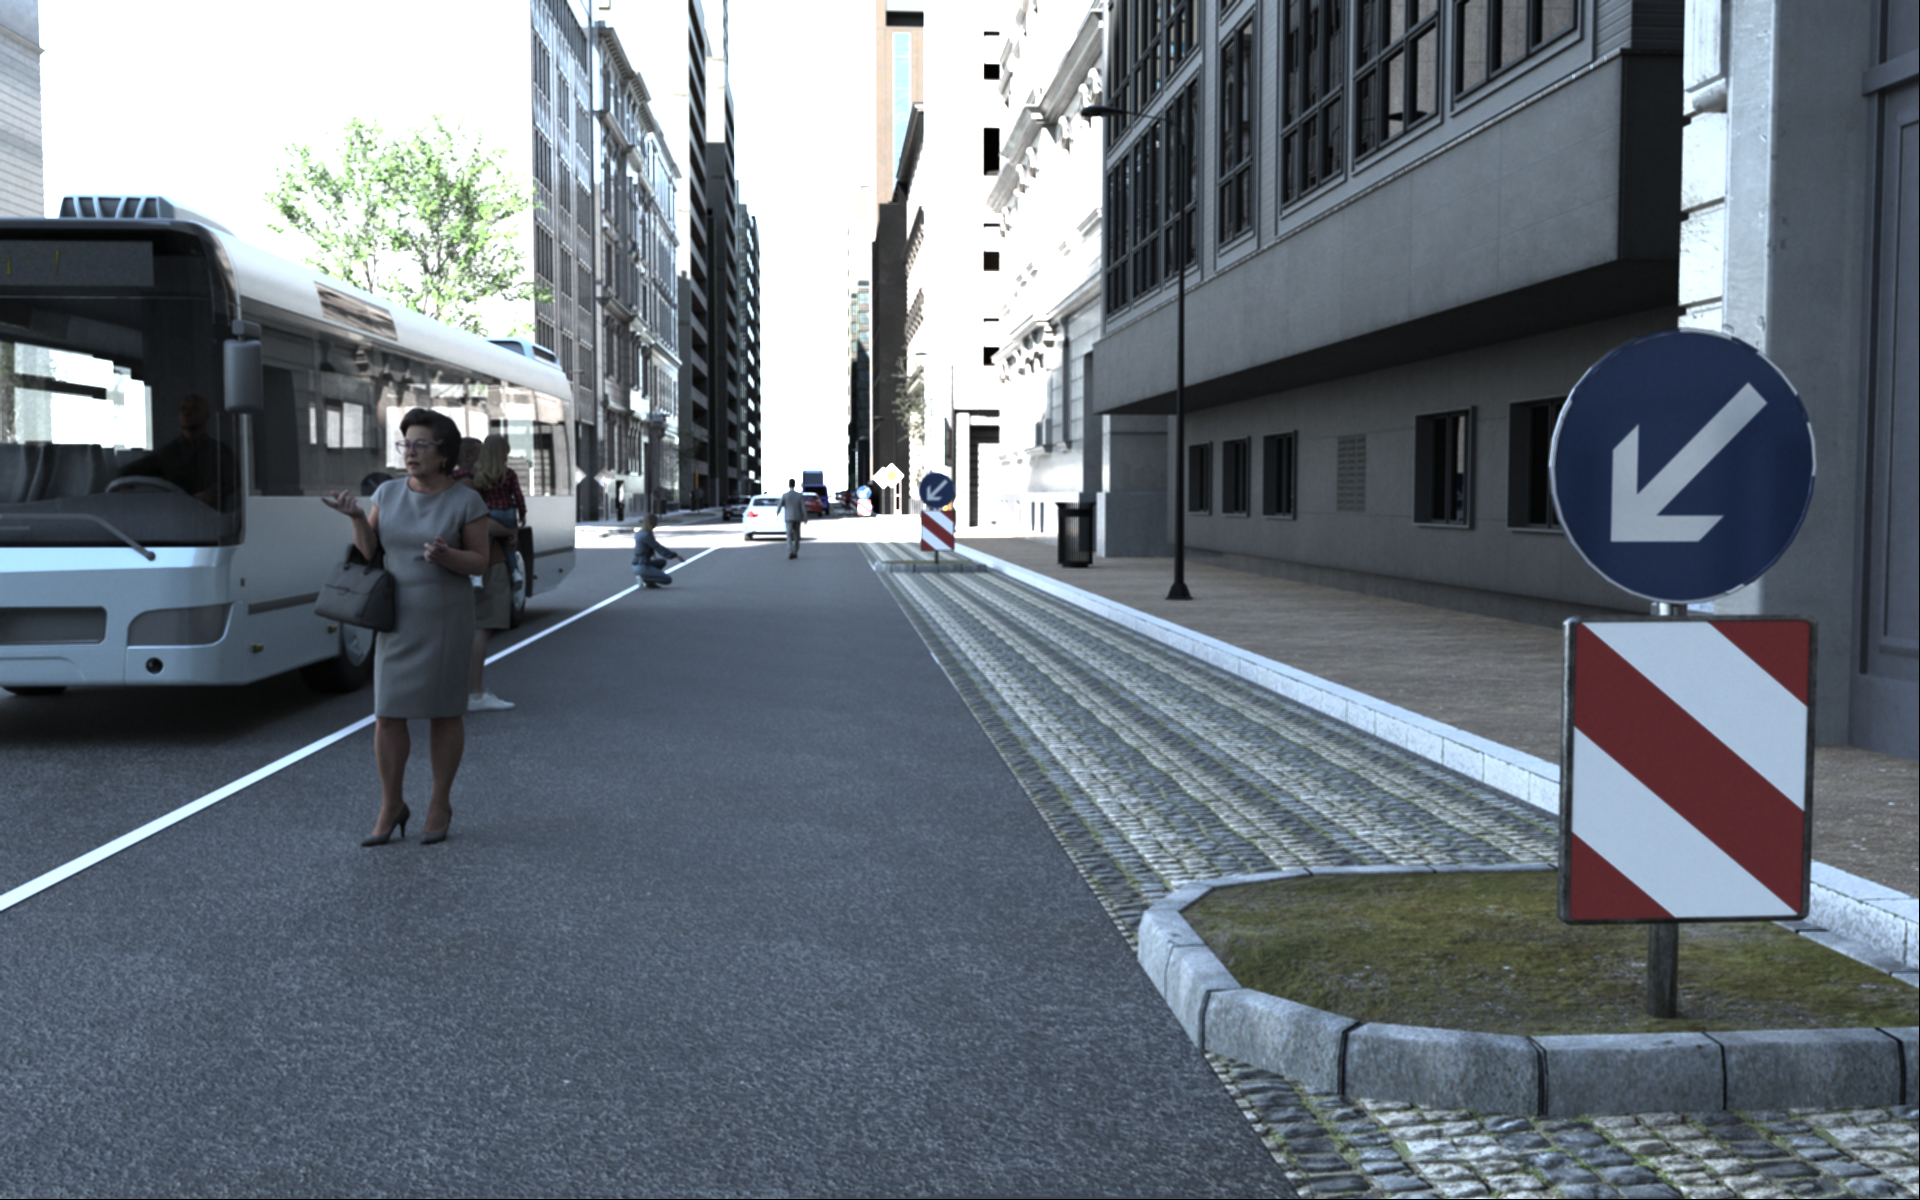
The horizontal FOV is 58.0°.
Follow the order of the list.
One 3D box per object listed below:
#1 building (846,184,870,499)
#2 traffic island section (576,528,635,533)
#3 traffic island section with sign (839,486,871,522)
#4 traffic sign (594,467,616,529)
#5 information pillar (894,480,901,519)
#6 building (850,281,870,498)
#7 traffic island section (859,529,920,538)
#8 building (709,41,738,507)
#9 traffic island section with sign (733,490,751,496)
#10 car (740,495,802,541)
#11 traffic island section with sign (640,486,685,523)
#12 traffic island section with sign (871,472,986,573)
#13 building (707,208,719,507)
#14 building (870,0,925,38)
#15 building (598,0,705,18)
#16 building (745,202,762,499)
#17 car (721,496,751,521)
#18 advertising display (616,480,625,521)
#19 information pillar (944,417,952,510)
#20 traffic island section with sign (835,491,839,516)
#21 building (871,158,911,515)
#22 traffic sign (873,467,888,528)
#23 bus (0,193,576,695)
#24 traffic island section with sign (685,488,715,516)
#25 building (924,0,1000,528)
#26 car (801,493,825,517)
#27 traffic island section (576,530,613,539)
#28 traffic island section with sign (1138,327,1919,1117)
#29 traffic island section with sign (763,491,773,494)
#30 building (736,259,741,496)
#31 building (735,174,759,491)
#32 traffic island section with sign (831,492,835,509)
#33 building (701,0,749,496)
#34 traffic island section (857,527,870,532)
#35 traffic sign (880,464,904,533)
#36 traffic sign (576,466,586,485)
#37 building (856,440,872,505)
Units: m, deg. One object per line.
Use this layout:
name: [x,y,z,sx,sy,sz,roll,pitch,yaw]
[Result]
building: [-6.620,-39.330,266.747,21.300,48.544,21.600,0,4,-5]
traffic island section: [-13.219,-2.578,64.427,2.009,0.180,2.903,0,4,-5]
traffic island section with sign: [-4.984,-4.849,87.911,1.989,1.847,2.006,0,4,-5]
traffic sign: [-13.196,-3.714,64.367,0.795,2.450,0.064,0,4,-5]
information pillar: [-3.157,-5.077,87.502,0.304,2.012,0.304,0,4,-7]
building: [-8.716,-29.207,249.234,14.160,30.474,14.107,0,4,-5]
traffic island section: [-2.231,-2.140,57.277,2.009,0.180,2.903,0,4,-5]
building: [-35.072,-34.300,184.501,21.300,48.544,21.600,0,4,-5]
traffic island section with sign: [-21.088,-9.494,163.858,1.989,1.847,2.006,0,4,-5]
car: [-5.858,-2.571,54.043,2.014,1.417,4.499,0,4,-6]
traffic island section with sign: [-15.012,-4.793,87.000,1.989,1.847,2.006,0,4,-5]
traffic island section with sign: [-0.586,-1.446,32.271,1.989,1.847,2.006,0,4,-5]
building: [-30.900,-24.203,167.420,14.160,30.474,14.107,0,4,-5]
building: [-1.070,-31.369,162.999,14.600,45.320,14.200,0,4,-5]
building: [-33.131,-32.102,148.569,21.300,48.544,21.600,0,4,-5]
building: [-43.516,-40.313,282.819,21.300,48.544,21.600,0,4,-5]
car: [-12.010,-5.005,94.417,1.945,1.354,3.894,0,4,-5]
advertising display: [-16.013,-4.675,81.642,0.123,1.923,0.974,0,4,5]
information pillar: [-0.381,-3.748,52.638,0.183,3.616,0.504,1,4,20]
traffic island section with sign: [-7.104,-6.493,114.783,1.989,1.847,2.006,0,4,-5]
building: [0.694,-17.255,111.791,12.332,23.373,15.834,0,4,-5]
traffic sign: [-2.882,-3.762,65.158,0.795,2.450,0.064,0,4,-5]
bus: [-5.745,-1.246,15.225,2.948,3.499,13.247,0,4,-3]
traffic island section with sign: [-17.157,-6.453,114.132,1.989,1.847,2.006,0,4,-5]
building: [8.822,-15.493,71.329,19.932,24.808,12.078,0,4,-5]
car: [-9.532,-6.084,108.510,2.155,1.783,4.494,0,4,-4]
traffic island section: [-12.590,-2.091,56.466,2.009,0.180,2.903,0,4,-5]
traffic island section with sign: [1.571,0.226,4.926,1.989,1.847,2.006,0,4,-5]
traffic island section with sign: [-29.696,-16.170,273.009,1.989,1.847,2.006,0,4,-5]
building: [-33.279,-26.412,203.542,14.160,30.474,14.107,0,4,-5]
building: [-42.160,-38.975,256.851,23.786,49.044,30.456,0,4,-5]
traffic island section with sign: [-11.062,-9.560,164.929,1.989,1.847,2.006,0,4,-5]
building: [-38.860,-48.478,230.870,20.563,71.187,20.611,0,4,-5]
traffic island section: [-2.860,-2.627,65.237,2.009,0.180,2.903,0,4,-5]
traffic sign: [-2.253,-3.276,57.198,0.795,2.450,0.064,0,4,-5]
traffic sign: [-12.567,-3.227,56.407,0.795,2.450,0.064,0,4,-5]
building: [-0.584,-54.187,198.625,22.319,86.520,31.000,0,4,-5]
